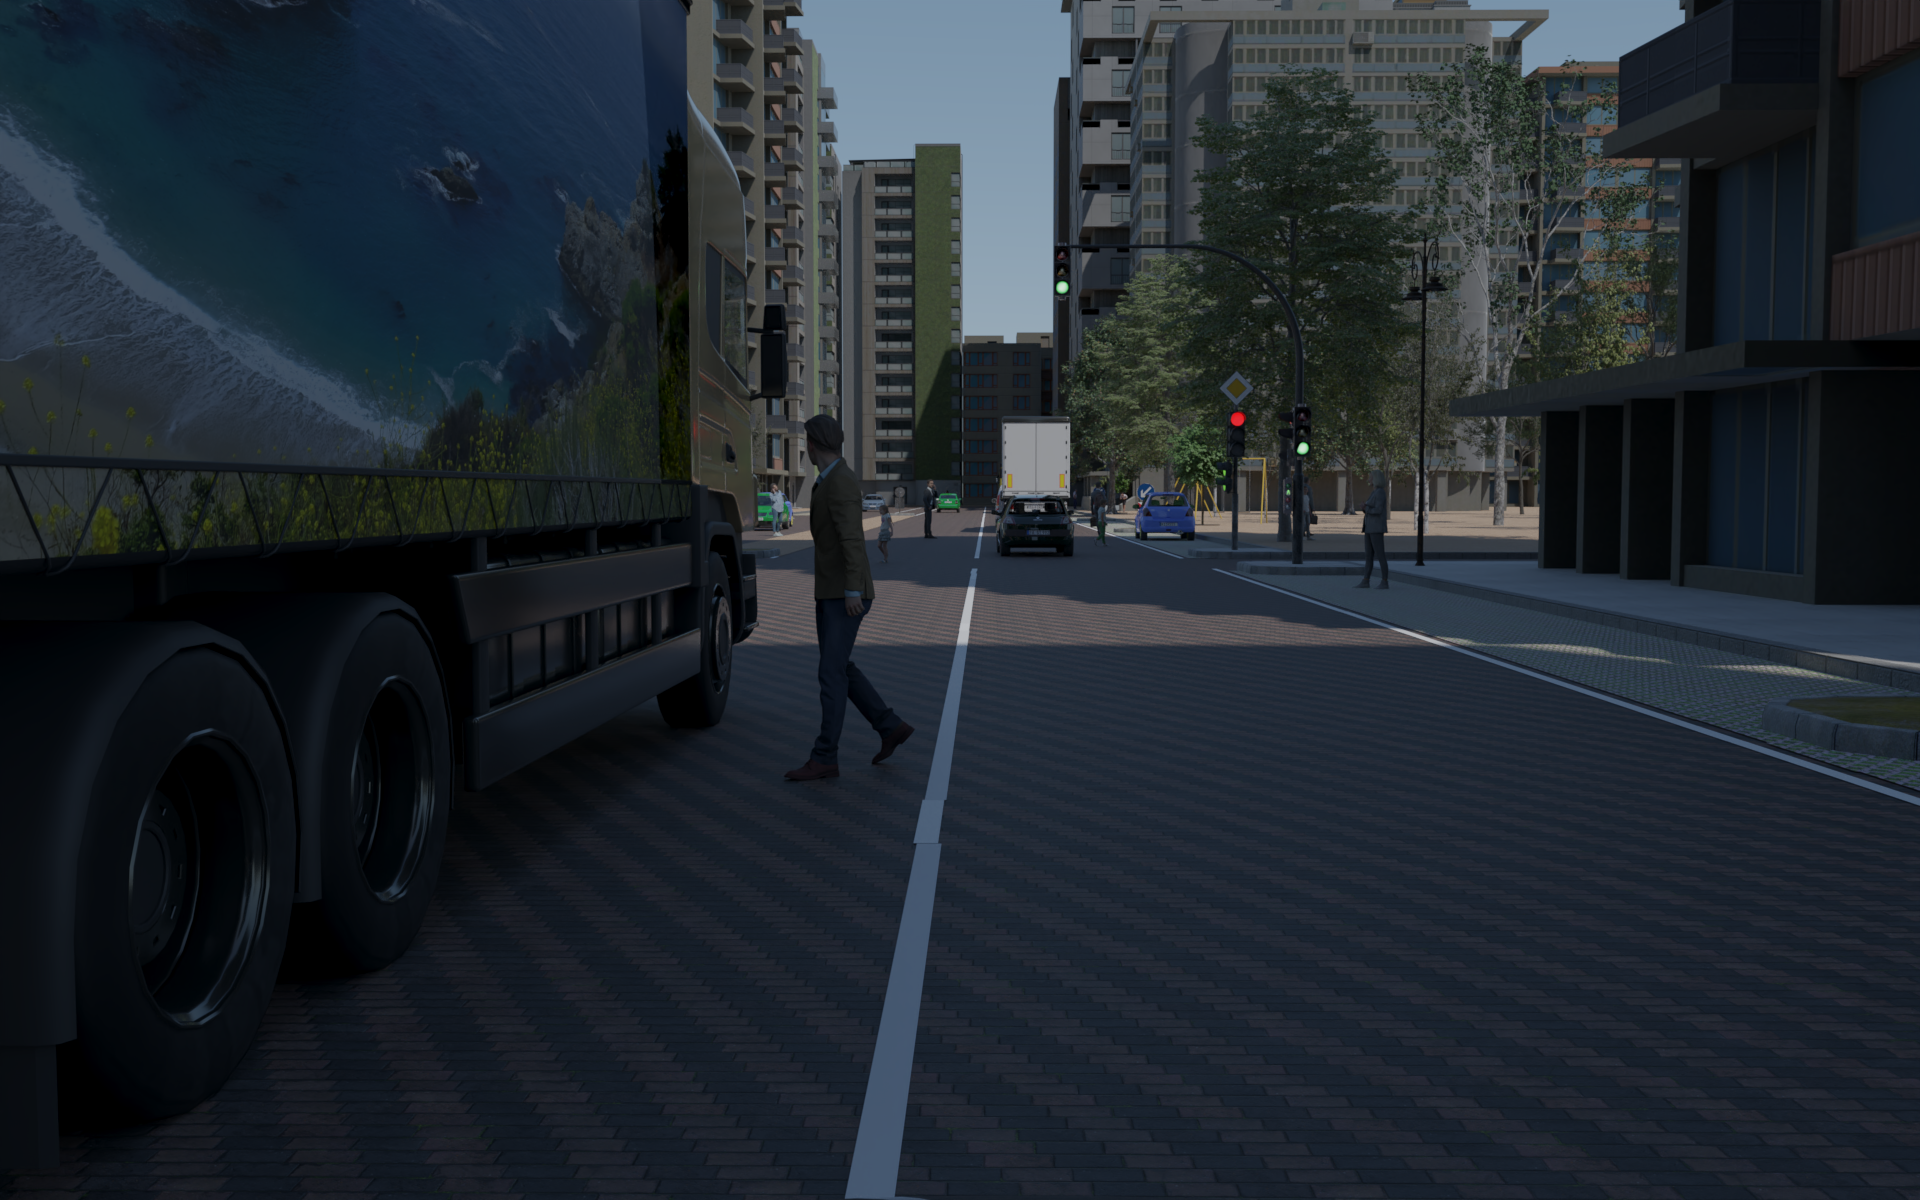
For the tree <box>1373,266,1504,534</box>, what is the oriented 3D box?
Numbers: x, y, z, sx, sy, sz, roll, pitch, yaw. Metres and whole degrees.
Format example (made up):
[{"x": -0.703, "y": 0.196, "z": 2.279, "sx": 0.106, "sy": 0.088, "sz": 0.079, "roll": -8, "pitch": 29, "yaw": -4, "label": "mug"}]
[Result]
[{"x": 15.093, "y": -6.435, "z": 55.570, "sx": 4.360, "sy": 8.622, "sz": 3.978, "roll": 0, "pitch": 3, "yaw": 0, "label": "tree"}]

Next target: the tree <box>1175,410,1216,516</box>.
[{"x": 14.413, "y": -9.103, "z": 99.201, "sx": 4.360, "sy": 8.622, "sz": 3.978, "roll": 0, "pitch": 3, "yaw": 0, "label": "tree"}]

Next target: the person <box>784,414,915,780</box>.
[{"x": -0.603, "y": -0.032, "z": 8.927, "sx": 0.836, "sy": 1.842, "sz": 0.656, "roll": -3, "pitch": 5, "yaw": -39, "label": "person"}]

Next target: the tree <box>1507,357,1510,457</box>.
[{"x": 33.903, "y": -9.519, "z": 90.050, "sx": 8.767, "sy": 10.594, "sz": 7.601, "roll": 2, "pitch": 4, "yaw": 33, "label": "tree"}]

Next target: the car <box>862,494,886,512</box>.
[{"x": -6.989, "y": -7.869, "z": 140.667, "sx": 2.014, "sy": 1.417, "sz": 4.499, "roll": 0, "pitch": 3, "yaw": 0, "label": "car"}]

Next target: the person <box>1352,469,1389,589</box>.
[{"x": 6.185, "y": -1.059, "z": 26.000, "sx": 0.526, "sy": 1.800, "sz": 0.537, "roll": 0, "pitch": 4, "yaw": 7, "label": "person"}]

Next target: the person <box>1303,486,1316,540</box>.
[{"x": 9.556, "y": -2.402, "z": 47.917, "sx": 0.523, "sy": 1.515, "sz": 0.503, "roll": 2, "pitch": 4, "yaw": 26, "label": "person"}]

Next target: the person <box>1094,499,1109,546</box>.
[{"x": 3.885, "y": -2.134, "z": 47.645, "sx": 0.590, "sy": 1.304, "sz": 0.306, "roll": -3, "pitch": 4, "yaw": -39, "label": "person"}]

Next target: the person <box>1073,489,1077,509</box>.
[{"x": 9.812, "y": -8.561, "z": 146.950, "sx": 0.436, "sy": 1.711, "sz": 0.756, "roll": 1, "pitch": 4, "yaw": 10, "label": "person"}]

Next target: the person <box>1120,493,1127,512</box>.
[{"x": 11.633, "y": -6.991, "z": 123.531, "sx": 0.628, "sy": 1.438, "sz": 0.799, "roll": -1, "pitch": 4, "yaw": -11, "label": "person"}]

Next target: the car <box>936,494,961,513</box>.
[{"x": -0.885, "y": -7.653, "z": 133.917, "sx": 1.959, "sy": 1.807, "sz": 4.718, "roll": 0, "pitch": 4, "yaw": 1, "label": "car"}]

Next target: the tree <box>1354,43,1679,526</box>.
[{"x": 22.736, "y": -13.170, "z": 71.225, "sx": 12.611, "sy": 20.169, "sz": 13.585, "roll": 0, "pitch": 3, "yaw": 0, "label": "tree"}]

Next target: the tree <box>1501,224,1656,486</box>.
[{"x": 17.320, "y": -5.981, "z": 48.151, "sx": 4.737, "sy": 8.622, "sz": 4.395, "roll": 0, "pitch": 3, "yaw": 0, "label": "tree"}]

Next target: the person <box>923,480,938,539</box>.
[{"x": -0.942, "y": -2.947, "z": 56.040, "sx": 0.474, "sy": 1.900, "sz": 0.648, "roll": 0, "pitch": 4, "yaw": 4, "label": "person"}]

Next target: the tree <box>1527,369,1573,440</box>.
[{"x": 35.094, "y": -9.222, "z": 101.134, "sx": 4.360, "sy": 8.622, "sz": 3.978, "roll": 0, "pitch": 3, "yaw": 0, "label": "tree"}]

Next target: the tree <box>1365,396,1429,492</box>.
[{"x": 24.103, "y": -8.935, "z": 96.446, "sx": 4.737, "sy": 8.622, "sz": 4.395, "roll": 0, "pitch": 3, "yaw": 0, "label": "tree"}]

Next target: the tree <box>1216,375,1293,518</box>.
[{"x": 16.499, "y": -8.750, "z": 93.417, "sx": 4.360, "sy": 8.622, "sz": 3.978, "roll": 0, "pitch": 3, "yaw": 0, "label": "tree"}]

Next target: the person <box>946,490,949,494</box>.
[{"x": -1.345, "y": -10.530, "z": 180.607, "sx": 0.705, "sy": 1.831, "sz": 1.348, "roll": 1, "pitch": 4, "yaw": 22, "label": "person"}]

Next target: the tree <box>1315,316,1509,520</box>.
[{"x": 21.339, "y": -9.238, "z": 85.461, "sx": 8.767, "sy": 10.594, "sz": 7.601, "roll": 2, "pitch": 4, "yaw": 34, "label": "tree"}]

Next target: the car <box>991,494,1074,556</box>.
[{"x": 1.756, "y": -1.926, "z": 41.269, "sx": 2.009, "sy": 1.686, "sz": 4.222, "roll": 0, "pitch": 4, "yaw": 0, "label": "car"}]

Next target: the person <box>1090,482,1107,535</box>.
[{"x": 4.519, "y": -2.935, "z": 56.460, "sx": 0.622, "sy": 1.834, "sz": 0.822, "roll": 2, "pitch": 4, "yaw": 24, "label": "person"}]

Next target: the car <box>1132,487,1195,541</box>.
[{"x": 6.398, "y": -2.733, "z": 54.283, "sx": 1.945, "sy": 1.707, "sz": 3.694, "roll": 0, "pitch": 4, "yaw": 2, "label": "car"}]

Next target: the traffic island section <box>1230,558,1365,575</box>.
[{"x": 6.197, "y": -0.579, "z": 31.755, "sx": 2.009, "sy": 0.180, "sz": 2.903, "roll": 0, "pitch": 4, "yaw": 1, "label": "traffic island section"}]

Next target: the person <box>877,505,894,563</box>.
[{"x": -1.505, "y": -1.383, "z": 36.119, "sx": 0.382, "sy": 1.210, "sz": 0.505, "roll": -2, "pitch": 4, "yaw": -35, "label": "person"}]

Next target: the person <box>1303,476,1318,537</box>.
[{"x": 10.511, "y": -2.826, "z": 52.346, "sx": 0.767, "sy": 1.812, "sz": 0.694, "roll": -2, "pitch": 4, "yaw": -33, "label": "person"}]

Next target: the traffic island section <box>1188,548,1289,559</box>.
[{"x": 6.326, "y": -1.068, "z": 39.739, "sx": 2.009, "sy": 0.180, "sz": 2.903, "roll": 0, "pitch": 4, "yaw": 1, "label": "traffic island section"}]

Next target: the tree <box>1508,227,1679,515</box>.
[{"x": 24.654, "y": -7.680, "z": 59.981, "sx": 8.767, "sy": 10.594, "sz": 7.601, "roll": 0, "pitch": 4, "yaw": 1, "label": "tree"}]

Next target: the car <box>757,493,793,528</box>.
[{"x": -8.218, "y": -3.981, "z": 74.674, "sx": 1.945, "sy": 1.707, "sz": 3.694, "roll": 0, "pitch": 4, "yaw": 1, "label": "car"}]

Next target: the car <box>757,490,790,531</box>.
[{"x": -7.838, "y": -3.678, "z": 68.937, "sx": 1.959, "sy": 1.807, "sz": 4.718, "roll": 0, "pitch": 4, "yaw": 0, "label": "car"}]

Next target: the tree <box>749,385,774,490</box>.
[{"x": -13.807, "y": -9.720, "z": 109.291, "sx": 4.360, "sy": 8.622, "sz": 3.978, "roll": 0, "pitch": 3, "yaw": 0, "label": "tree"}]

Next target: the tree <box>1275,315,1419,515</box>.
[{"x": 23.835, "y": -11.577, "z": 106.295, "sx": 9.611, "sy": 12.733, "sz": 9.660, "roll": 0, "pitch": 3, "yaw": 0, "label": "tree"}]

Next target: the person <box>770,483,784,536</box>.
[{"x": -6.254, "y": -3.075, "z": 59.038, "sx": 0.793, "sy": 1.790, "sz": 0.793, "roll": 0, "pitch": 4, "yaw": 5, "label": "person"}]
